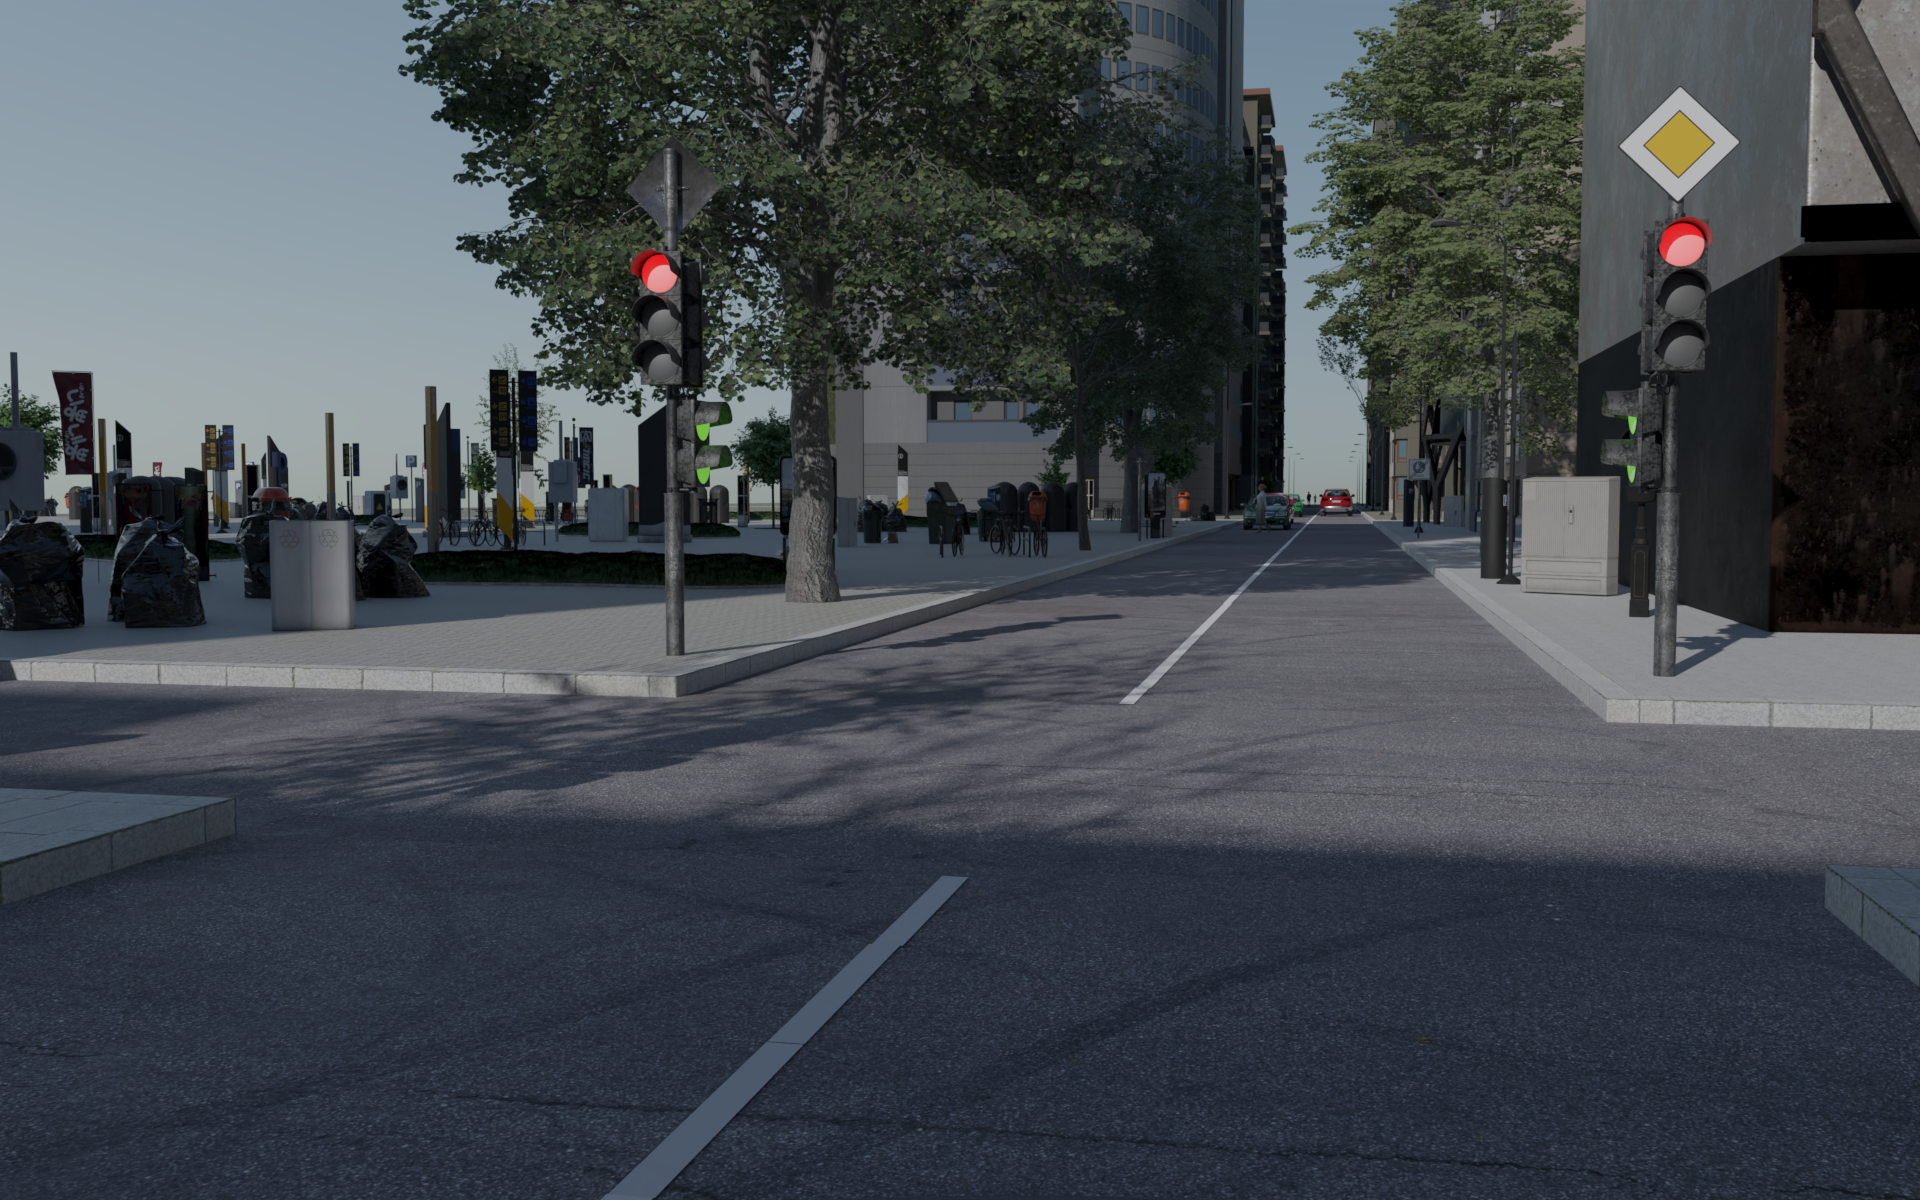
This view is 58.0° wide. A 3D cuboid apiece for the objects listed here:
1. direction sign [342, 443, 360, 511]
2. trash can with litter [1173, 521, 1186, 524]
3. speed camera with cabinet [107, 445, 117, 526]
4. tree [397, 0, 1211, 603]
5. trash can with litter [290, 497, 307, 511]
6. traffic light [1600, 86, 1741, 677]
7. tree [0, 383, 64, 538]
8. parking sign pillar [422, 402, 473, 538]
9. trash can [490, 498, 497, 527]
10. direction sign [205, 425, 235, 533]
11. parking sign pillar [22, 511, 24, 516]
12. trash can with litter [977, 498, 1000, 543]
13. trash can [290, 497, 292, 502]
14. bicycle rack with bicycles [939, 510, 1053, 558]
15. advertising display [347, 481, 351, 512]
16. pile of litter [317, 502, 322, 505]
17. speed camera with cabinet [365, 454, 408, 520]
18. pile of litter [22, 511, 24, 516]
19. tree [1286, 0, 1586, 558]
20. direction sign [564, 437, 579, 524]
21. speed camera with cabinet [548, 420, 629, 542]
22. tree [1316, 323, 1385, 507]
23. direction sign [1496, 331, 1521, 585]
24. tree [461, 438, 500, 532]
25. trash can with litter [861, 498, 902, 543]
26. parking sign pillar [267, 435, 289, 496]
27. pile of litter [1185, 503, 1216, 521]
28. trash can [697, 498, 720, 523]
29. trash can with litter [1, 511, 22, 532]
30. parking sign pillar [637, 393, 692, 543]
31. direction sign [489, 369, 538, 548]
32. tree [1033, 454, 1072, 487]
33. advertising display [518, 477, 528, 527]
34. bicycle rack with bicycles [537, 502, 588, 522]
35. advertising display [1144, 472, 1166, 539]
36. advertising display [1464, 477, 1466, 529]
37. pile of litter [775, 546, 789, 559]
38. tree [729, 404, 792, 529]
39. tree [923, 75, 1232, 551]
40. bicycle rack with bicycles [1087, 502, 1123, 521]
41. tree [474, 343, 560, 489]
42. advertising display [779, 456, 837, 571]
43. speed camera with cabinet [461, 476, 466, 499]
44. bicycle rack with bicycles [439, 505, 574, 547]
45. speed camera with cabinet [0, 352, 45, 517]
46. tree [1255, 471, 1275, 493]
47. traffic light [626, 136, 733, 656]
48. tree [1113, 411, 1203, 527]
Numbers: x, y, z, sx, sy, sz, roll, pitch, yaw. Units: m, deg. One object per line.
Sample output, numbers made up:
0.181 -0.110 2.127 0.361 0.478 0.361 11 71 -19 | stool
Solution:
-27.000 -5.191 76.865 0.876 3.537 0.379 1 4 19 | direction sign
8.692 -3.855 74.091 2.233 1.210 1.678 -1 4 -14 | trash can with litter
-33.212 -4.610 69.706 2.038 3.252 0.660 -1 4 -10 | speed camera with cabinet
-1.872 -6.949 20.265 9.857 13.997 8.962 0 3 0 | tree
-22.985 -2.996 60.376 0.624 1.170 1.055 0 4 -3 | trash can with litter
4.950 -1.418 12.104 0.839 4.253 0.868 1 4 12 | traffic light
-28.071 -4.132 51.265 4.285 4.588 4.351 0 3 0 | tree
-15.309 -3.861 51.600 1.447 3.967 1.447 -3 4 -36 | parking sign pillar
-16.866 -3.177 63.599 0.748 1.137 0.748 0 3 0 | trash can
-24.173 -3.952 56.616 0.876 3.537 0.379 -1 4 -14 | direction sign
-44.058 -5.646 80.781 1.447 3.967 1.447 3 4 38 | parking sign pillar
0.869 -2.131 46.223 0.624 1.170 1.055 -2 4 -25 | trash can with litter
-35.030 -4.788 89.940 0.748 1.137 0.748 0 3 0 | trash can
0.628 -1.378 35.916 2.852 0.926 2.925 0 4 0 | bicycle rack with bicycles
-29.540 -4.806 83.786 0.123 1.923 0.974 -1 4 -13 | advertising display
-34.880 -4.907 94.194 1.719 0.858 1.176 2 4 33 | pile of litter
-27.825 -5.486 84.027 0.660 3.252 2.038 3 5 40 | speed camera with cabinet
-40.123 -3.635 73.397 1.719 0.858 1.176 -3 5 -42 | pile of litter
10.254 -7.119 34.527 7.486 12.596 7.792 0 3 0 | tree
-15.423 -4.697 68.790 0.379 3.537 0.876 2 4 24 | direction sign
-10.021 -3.203 46.705 2.038 3.252 0.660 0 3 0 | speed camera with cabinet
41.972 -19.144 168.889 12.611 20.169 13.585 0 3 0 | tree
7.846 -1.994 24.593 0.379 3.537 0.876 1 4 15 | direction sign
-16.272 -3.978 59.638 1.663 3.219 1.824 0 3 0 | tree
-2.053 -2.072 45.265 1.055 1.170 0.624 -1 4 -9 | trash can with litter
-31.562 -5.610 80.194 1.447 3.967 1.447 0 4 2 | parking sign pillar
11.454 -4.185 82.386 1.719 0.858 1.176 -1 4 -14 | pile of litter
-8.316 -2.787 57.219 0.748 1.137 0.748 0 3 0 | trash can
-30.942 -2.734 56.082 1.055 1.170 0.624 -2 4 -28 | trash can with litter
-7.849 -3.514 45.934 1.447 3.967 1.447 1 4 12 | parking sign pillar
-8.143 -2.426 31.666 0.876 3.537 0.379 -2 4 -33 | direction sign
4.457 -5.234 80.172 1.663 3.219 1.824 0 3 0 | tree
-16.634 -3.742 66.395 0.123 1.923 0.974 -3 5 -41 | advertising display
-17.259 -3.736 74.460 2.852 0.926 2.925 -3 4 -37 | bicycle rack with bicycles
5.648 -2.744 50.084 0.123 1.923 0.974 3 5 40 | advertising display
19.024 -3.591 63.919 0.123 1.923 0.974 -2 4 -35 | advertising display
-3.135 -1.247 34.349 1.176 0.858 1.719 1 4 20 | pile of litter
-6.947 -4.899 63.818 4.285 4.588 4.351 0 3 0 | tree
2.505 -6.407 39.172 7.601 10.594 8.767 0 4 1 | tree
6.824 -4.242 82.745 2.852 0.926 2.925 0 4 3 | bicycle rack with bicycles
-21.240 -8.167 83.897 4.737 8.622 4.395 0 3 0 | tree
-2.548 -1.462 29.113 0.974 1.923 0.123 1 4 11 | advertising display
-24.600 -5.429 83.104 0.660 3.252 2.038 1 4 23 | speed camera with cabinet
-11.590 -1.818 43.110 2.852 0.926 2.925 -2 4 -34 | bicycle rack with bicycles
-13.866 -1.817 24.051 2.038 3.252 0.660 0 4 3 | speed camera with cabinet
26.232 -9.391 148.151 1.663 3.219 1.824 0 3 0 | tree
-2.246 -1.512 13.650 0.839 4.253 0.868 1 4 12 | traffic light
7.679 -5.107 67.213 4.285 4.588 4.351 0 3 0 | tree
